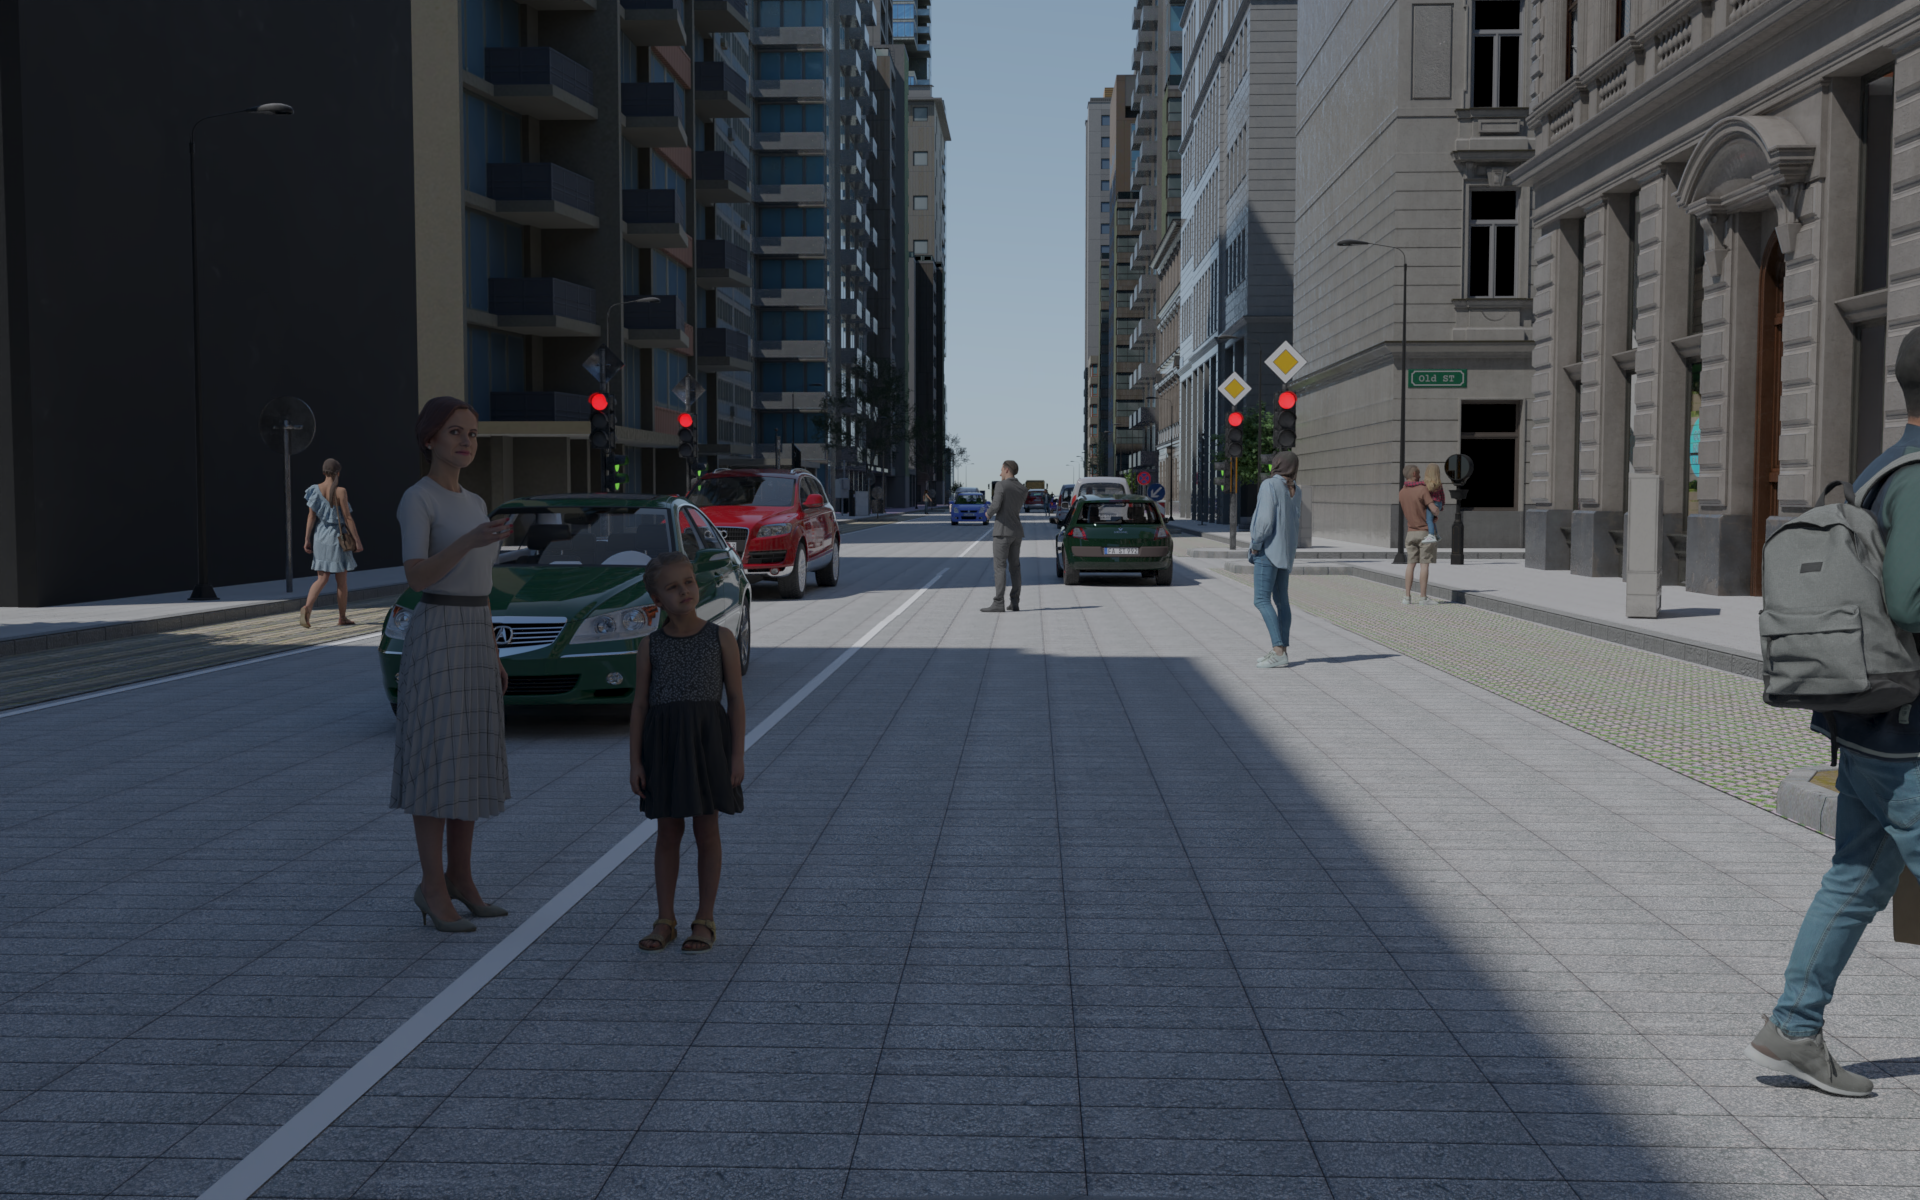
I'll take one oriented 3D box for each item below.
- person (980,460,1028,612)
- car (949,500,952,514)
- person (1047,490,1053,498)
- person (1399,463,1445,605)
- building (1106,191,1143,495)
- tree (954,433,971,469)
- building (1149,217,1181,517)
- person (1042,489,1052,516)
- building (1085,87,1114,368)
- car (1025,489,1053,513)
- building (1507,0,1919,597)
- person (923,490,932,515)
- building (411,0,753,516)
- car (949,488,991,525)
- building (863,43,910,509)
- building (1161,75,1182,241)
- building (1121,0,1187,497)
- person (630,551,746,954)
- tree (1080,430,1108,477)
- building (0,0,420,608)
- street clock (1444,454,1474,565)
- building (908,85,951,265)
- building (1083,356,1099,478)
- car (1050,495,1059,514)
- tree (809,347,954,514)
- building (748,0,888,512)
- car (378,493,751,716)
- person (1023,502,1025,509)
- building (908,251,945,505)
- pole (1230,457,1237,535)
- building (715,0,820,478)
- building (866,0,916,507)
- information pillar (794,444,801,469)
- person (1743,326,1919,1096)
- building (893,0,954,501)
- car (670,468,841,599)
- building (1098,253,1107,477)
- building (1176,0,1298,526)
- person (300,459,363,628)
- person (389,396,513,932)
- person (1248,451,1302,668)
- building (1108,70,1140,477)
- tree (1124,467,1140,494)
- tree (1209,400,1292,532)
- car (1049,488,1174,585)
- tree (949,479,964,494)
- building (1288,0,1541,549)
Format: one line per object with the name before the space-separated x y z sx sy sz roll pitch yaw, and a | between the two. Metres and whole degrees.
person | 0.513 -0.787 21.172 0.447 1.846 0.655 3 5 42
car | 0.237 -6.899 125.164 2.083 1.381 4.827 0 4 2
person | 7.967 -9.238 159.177 1.348 1.869 0.705 1 4 11
person | 5.967 -0.848 22.340 0.580 1.828 0.573 0 4 6
building | 21.791 -24.190 167.211 14.160 30.474 14.107 0 4 2
tree | -3.028 -15.605 189.559 8.767 10.594 7.601 -1 4 -9
building | 17.271 -14.653 104.208 10.561 19.102 19.286 0 4 2
person | 5.657 -6.381 113.175 0.623 1.781 0.721 0 4 -5
building | 29.082 -43.761 257.493 21.231 58.520 28.212 0 4 2
car | 6.113 -7.739 135.208 2.281 1.827 5.304 0 4 4
building | 14.274 -11.699 20.159 11.050 23.489 19.941 0 4 2
person | -2.277 -6.825 120.808 0.721 1.735 1.217 -2 4 -27
building | -18.838 -24.467 54.656 22.147 44.769 28.867 0 4 2
car | 0.482 -4.323 80.267 1.945 1.707 3.694 0 4 3
building | -11.998 -28.726 153.261 14.154 41.232 14.086 0 4 2
building | 21.137 -21.469 122.720 14.160 30.474 14.107 0 4 2
building | 25.784 -32.086 144.219 23.786 49.044 30.456 0 4 2
person | -0.857 0.472 5.454 0.362 1.253 0.373 0 4 4
tree | 15.890 -15.231 199.385 4.360 8.622 3.978 0 3 0
building | -18.037 -11.963 25.271 15.834 23.373 12.332 0 4 2
street clock | 9.029 -1.640 31.386 0.471 2.002 0.358 3 4 36
building | -15.997 -39.080 228.202 28.713 52.752 27.495 0 4 2
building | 30.660 -23.547 230.030 27.650 21.520 28.899 0 4 2
car | 7.435 -6.991 126.876 1.945 1.354 3.894 0 4 4
tree | -5.990 -10.774 110.566 8.767 10.594 7.601 1 4 21
building | -18.061 -31.258 130.670 23.786 49.044 30.456 0 4 2
car | -2.609 -0.033 12.341 2.131 1.459 4.920 0 4 1
person | 6.302 -9.639 166.227 1.348 1.807 0.705 -1 4 -11
building | -9.185 -26.634 207.159 14.160 30.474 14.107 0 4 2
pole | 8.556 -3.686 54.113 0.158 3.312 0.155 0 3 0
building | -24.030 -24.313 89.406 32.217 40.220 23.993 0 4 2
building | -14.874 -44.743 169.796 20.563 71.187 20.611 0 4 2
information pillar | -7.368 -5.296 77.942 0.504 3.616 0.183 2 4 32
person | 2.208 0.276 3.975 0.713 1.824 0.794 2 4 34
building | -11.784 -57.709 256.215 22.319 86.520 31.000 0 4 2
car | -3.029 -1.025 25.426 2.281 1.827 5.304 0 4 4
building | 23.604 -26.676 207.849 14.160 30.474 14.107 0 4 2
building | 16.709 -18.422 78.700 11.434 29.767 29.804 0 4 2
person | -6.737 -0.611 18.586 0.616 1.811 0.778 1 4 18
person | -1.614 0.205 5.725 0.524 1.755 0.480 1 4 16
person | 2.655 -0.351 14.497 0.793 1.790 0.793 1 4 9
building | 22.882 -32.522 181.843 14.600 45.320 14.200 0 4 2
tree | 12.075 -7.782 121.832 1.663 3.219 1.824 0 3 0
tree | 10.293 -4.611 59.097 4.285 4.588 4.351 0 3 0
car | 2.496 -1.148 28.563 2.009 1.686 4.222 0 4 1
tree | -0.494 -14.121 225.480 1.663 3.219 1.824 0 3 0
building | 31.901 -16.547 46.962 44.131 29.872 17.030 0 4 2
